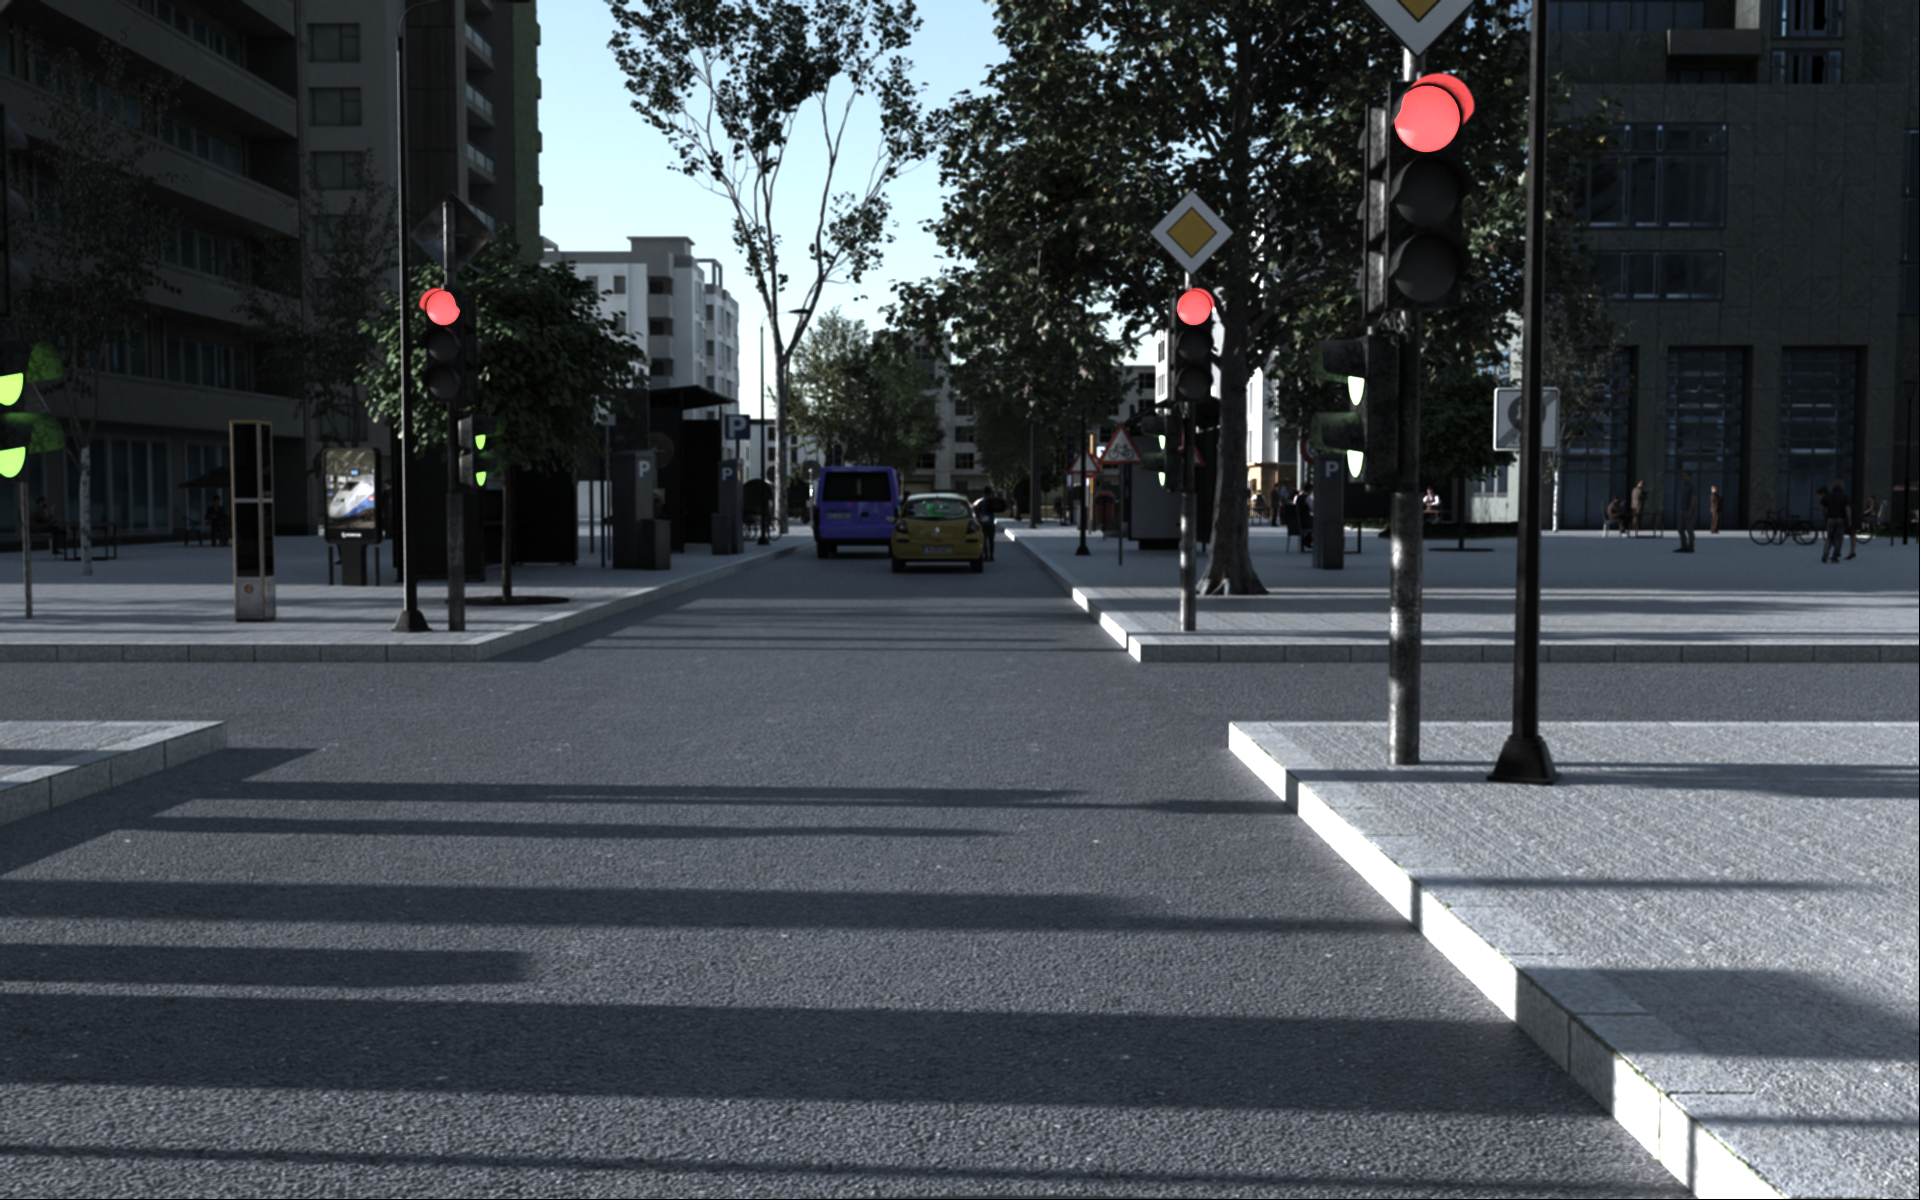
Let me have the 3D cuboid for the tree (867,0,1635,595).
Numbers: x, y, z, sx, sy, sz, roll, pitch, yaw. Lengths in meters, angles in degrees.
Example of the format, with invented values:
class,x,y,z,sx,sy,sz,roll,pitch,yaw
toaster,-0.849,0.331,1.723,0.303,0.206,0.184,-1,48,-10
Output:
class,x,y,z,sx,sy,sz,roll,pitch,yaw
tree,3.602,-6.420,21.980,9.611,12.733,9.660,0,3,0

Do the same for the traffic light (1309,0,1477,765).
class,x,y,z,sx,sy,sz,roll,pitch,yaw
traffic light,2.096,-1.176,8.148,0.839,4.253,0.868,0,4,0

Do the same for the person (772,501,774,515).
class,x,y,z,sx,sy,sz,roll,pitch,yaw
person,-11.719,-6.042,108.083,1.065,1.426,0.557,2,4,31

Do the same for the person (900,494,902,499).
class,x,y,z,sx,sy,sz,roll,pitch,yaw
person,-5.601,-9.690,170.171,0.697,1.427,0.421,3,4,38

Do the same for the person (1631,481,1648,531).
class,x,y,z,sx,sy,sz,roll,pitch,yaw
person,23.766,-3.290,60.525,0.600,1.739,0.565,-3,4,-37

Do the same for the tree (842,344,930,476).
class,x,y,z,sx,sy,sz,roll,pitch,yaw
tree,-4.849,-12.640,124.797,7.486,12.596,7.792,0,3,0

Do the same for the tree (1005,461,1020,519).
class,x,y,z,sx,sy,sz,roll,pitch,yaw
tree,3.016,-5.707,87.917,1.663,3.219,1.824,0,3,0

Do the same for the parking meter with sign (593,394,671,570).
class,x,y,z,sx,sy,sz,roll,pitch,yaw
parking meter with sign,-5.637,-2.047,29.730,1.738,3.016,0.543,3,5,42

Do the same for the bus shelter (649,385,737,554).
class,x,y,z,sx,sy,sz,roll,pitch,yaw
bus shelter,-6.468,-3.003,40.387,1.731,3.624,6.357,0,4,0

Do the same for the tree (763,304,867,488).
class,x,y,z,sx,sy,sz,roll,pitch,yaw
tree,-5.502,-7.167,67.545,4.737,8.622,4.395,0,3,0

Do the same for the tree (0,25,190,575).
class,x,y,z,sx,sy,sz,roll,pitch,yaw
tree,-13.984,-4.702,27.242,4.360,8.622,3.978,0,3,0

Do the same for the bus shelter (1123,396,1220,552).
class,x,y,z,sx,sy,sz,roll,pitch,yaw
bus shelter,4.650,-2.657,37.362,2.014,3.302,5.546,0,4,0

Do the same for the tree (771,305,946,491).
class,x,y,z,sx,sy,sz,roll,pitch,yaw
tree,-6.117,-9.313,86.687,8.767,10.594,7.601,3,4,36

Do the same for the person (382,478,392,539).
class,x,y,z,sx,sy,sz,roll,pitch,yaw
person,-16.345,-2.589,49.183,0.445,1.727,0.742,-3,5,-41

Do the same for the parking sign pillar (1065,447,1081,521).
class,x,y,z,sx,sy,sz,roll,pitch,yaw
parking sign pillar,5.746,-5.806,83.396,1.447,3.967,1.447,-3,5,-42

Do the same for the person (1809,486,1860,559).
class,x,y,z,sx,sy,sz,roll,pitch,yaw
person,17.194,-1.514,33.991,0.799,1.438,0.628,0,4,-5

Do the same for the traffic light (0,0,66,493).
class,x,y,z,sx,sy,sz,roll,pitch,yaw
traffic light,-4.725,-1.176,8.151,0.839,4.253,0.868,0,4,0

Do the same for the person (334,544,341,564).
class,x,y,z,sx,sy,sz,roll,pitch,yaw
person,-11.206,-1.427,31.640,0.482,1.546,0.388,2,4,34

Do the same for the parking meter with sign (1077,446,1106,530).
class,x,y,z,sx,sy,sz,roll,pitch,yaw
parking meter with sign,4.751,-4.027,62.110,0.543,3.016,1.738,2,4,29

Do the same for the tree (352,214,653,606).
class,x,y,z,sx,sy,sz,roll,pitch,yaw
tree,-5.319,-2.243,20.392,4.285,4.588,4.351,0,3,0

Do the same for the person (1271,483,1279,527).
class,x,y,z,sx,sy,sz,roll,pitch,yaw
person,12.423,-3.746,68.211,0.530,1.710,0.541,3,5,40

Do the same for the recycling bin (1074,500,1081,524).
class,x,y,z,sx,sy,sz,roll,pitch,yaw
recycling bin,5.304,-3.752,73.894,0.722,1.027,0.722,2,4,27

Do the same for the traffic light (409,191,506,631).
class,x,y,z,sx,sy,sz,roll,pitch,yaw
traffic light,-4.703,-1.665,16.136,0.839,4.253,0.868,0,4,0

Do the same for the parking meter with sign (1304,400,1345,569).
class,x,y,z,sx,sy,sz,roll,pitch,yaw
parking meter with sign,6.400,-2.076,30.203,0.543,3.016,1.738,0,4,2

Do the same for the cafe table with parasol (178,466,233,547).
class,x,y,z,sx,sy,sz,roll,pitch,yaw
cafe table with parasol,-18.110,-2.308,42.608,2.610,1.966,2.610,2,4,26

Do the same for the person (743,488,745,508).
class,x,y,z,sx,sy,sz,roll,pitch,yaw
person,-5.193,-2.072,40.046,0.434,1.807,0.598,0,4,0

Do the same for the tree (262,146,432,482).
class,x,y,z,sx,sy,sz,roll,pitch,yaw
tree,-12.932,-5.238,36.005,4.360,8.622,3.978,0,3,0

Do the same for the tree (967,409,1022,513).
class,x,y,z,sx,sy,sz,roll,pitch,yaw
tree,2.982,-11.521,138.728,4.360,8.622,3.978,0,3,0

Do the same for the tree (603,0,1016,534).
class,x,y,z,sx,sy,sz,roll,pitch,yaw
tree,-4.506,-12.151,54.557,12.611,20.169,13.585,0,3,0

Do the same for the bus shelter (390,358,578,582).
class,x,y,z,sx,sy,sz,roll,pitch,yaw
bus shelter,-7.443,-2.257,28.185,1.731,3.624,6.357,0,3,0

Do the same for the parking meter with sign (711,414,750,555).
class,x,y,z,sx,sy,sz,roll,pitch,yaw
parking meter with sign,-4.946,-2.503,37.177,0.543,3.016,1.738,0,4,5

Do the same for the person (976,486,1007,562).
class,x,y,z,sx,sy,sz,roll,pitch,yaw
person,0.656,-1.618,36.820,0.647,1.594,0.662,-1,4,-15

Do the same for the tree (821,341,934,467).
class,x,y,z,sx,sy,sz,roll,pitch,yaw
tree,-5.591,-11.566,114.865,9.928,11.665,9.643,0,3,0

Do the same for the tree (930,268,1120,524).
class,x,y,z,sx,sy,sz,roll,pitch,yaw
tree,3.351,-9.531,73.966,7.486,12.596,7.792,0,3,0

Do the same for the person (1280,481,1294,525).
class,x,y,z,sx,sy,sz,roll,pitch,yaw
person,13.594,-4.033,71.848,0.599,1.838,0.709,1,4,23

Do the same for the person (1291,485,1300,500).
class,x,y,z,sx,sy,sz,roll,pitch,yaw
person,15.618,-4.505,80.617,0.541,1.710,0.530,-1,4,-16

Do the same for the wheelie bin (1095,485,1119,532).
class,x,y,z,sx,sy,sz,roll,pitch,yaw
wheelie bin,5.052,-3.107,58.713,0.980,1.594,0.693,0,4,-4

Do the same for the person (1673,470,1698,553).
class,x,y,z,sx,sy,sz,roll,pitch,yaw
person,15.897,-1.943,37.942,0.434,1.807,0.598,1,4,15

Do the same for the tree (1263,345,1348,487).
class,x,y,z,sx,sy,sz,roll,pitch,yaw
tree,15.270,-7.629,75.103,4.360,8.622,3.978,0,3,0

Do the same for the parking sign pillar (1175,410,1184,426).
class,x,y,z,sx,sy,sz,roll,pitch,yaw
parking sign pillar,6.929,-3.945,52.975,1.447,3.967,1.447,2,4,31

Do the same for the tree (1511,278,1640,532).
class,x,y,z,sx,sy,sz,roll,pitch,yaw
tree,20.307,-6.594,58.178,4.360,8.622,3.978,0,3,0

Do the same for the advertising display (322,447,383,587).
class,x,y,z,sx,sy,sz,roll,pitch,yaw
advertising display,-8.474,-1.160,24.176,0.974,1.923,0.123,2,4,25

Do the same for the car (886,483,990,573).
class,x,y,z,sx,sy,sz,roll,pitch,yaw
car,-0.426,-1.396,33.047,2.015,1.641,3.980,0,4,-1

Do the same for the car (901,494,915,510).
class,x,y,z,sx,sy,sz,roll,pitch,yaw
car,-2.545,-5.388,97.878,2.009,1.686,4.222,0,4,0

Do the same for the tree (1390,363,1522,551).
class,x,y,z,sx,sy,sz,roll,pitch,yaw
tree,11.315,-3.398,39.264,4.285,4.588,4.351,0,3,0

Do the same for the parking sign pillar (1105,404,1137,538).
class,x,y,z,sx,sy,sz,roll,pitch,yaw
parking sign pillar,5.023,-3.853,51.476,1.447,3.967,1.447,0,4,1

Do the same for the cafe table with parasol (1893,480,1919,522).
class,x,y,z,sx,sy,sz,roll,pitch,yaw
cafe table with parasol,42.211,-4.436,77.395,2.610,1.966,2.610,0,3,0

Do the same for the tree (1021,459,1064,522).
class,x,y,z,sx,sy,sz,roll,pitch,yaw
tree,4.121,-5.246,80.366,1.663,3.219,1.824,0,3,0

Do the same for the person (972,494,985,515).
class,x,y,z,sx,sy,sz,roll,pitch,yaw
person,0.695,-2.712,56.036,0.628,1.438,0.799,0,4,6

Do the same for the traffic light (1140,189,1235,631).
class,x,y,z,sx,sy,sz,roll,pitch,yaw
traffic light,2.118,-1.664,16.133,0.839,4.253,0.868,0,4,0

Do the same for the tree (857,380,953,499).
class,x,y,z,sx,sy,sz,roll,pitch,yaw
tree,-5.420,-15.407,162.266,12.009,13.543,11.850,0,3,0

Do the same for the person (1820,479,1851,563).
class,x,y,z,sx,sy,sz,roll,pitch,yaw
person,16.225,-1.468,32.251,0.471,1.553,0.569,-1,4,-10

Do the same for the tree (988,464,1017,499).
class,x,y,z,sx,sy,sz,roll,pitch,yaw
tree,4.275,-11.322,168.822,4.285,4.588,4.351,0,3,0

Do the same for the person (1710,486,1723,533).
class,x,y,z,sx,sy,sz,roll,pitch,yaw
person,24.784,-2.961,56.724,0.388,1.546,0.482,2,4,30
